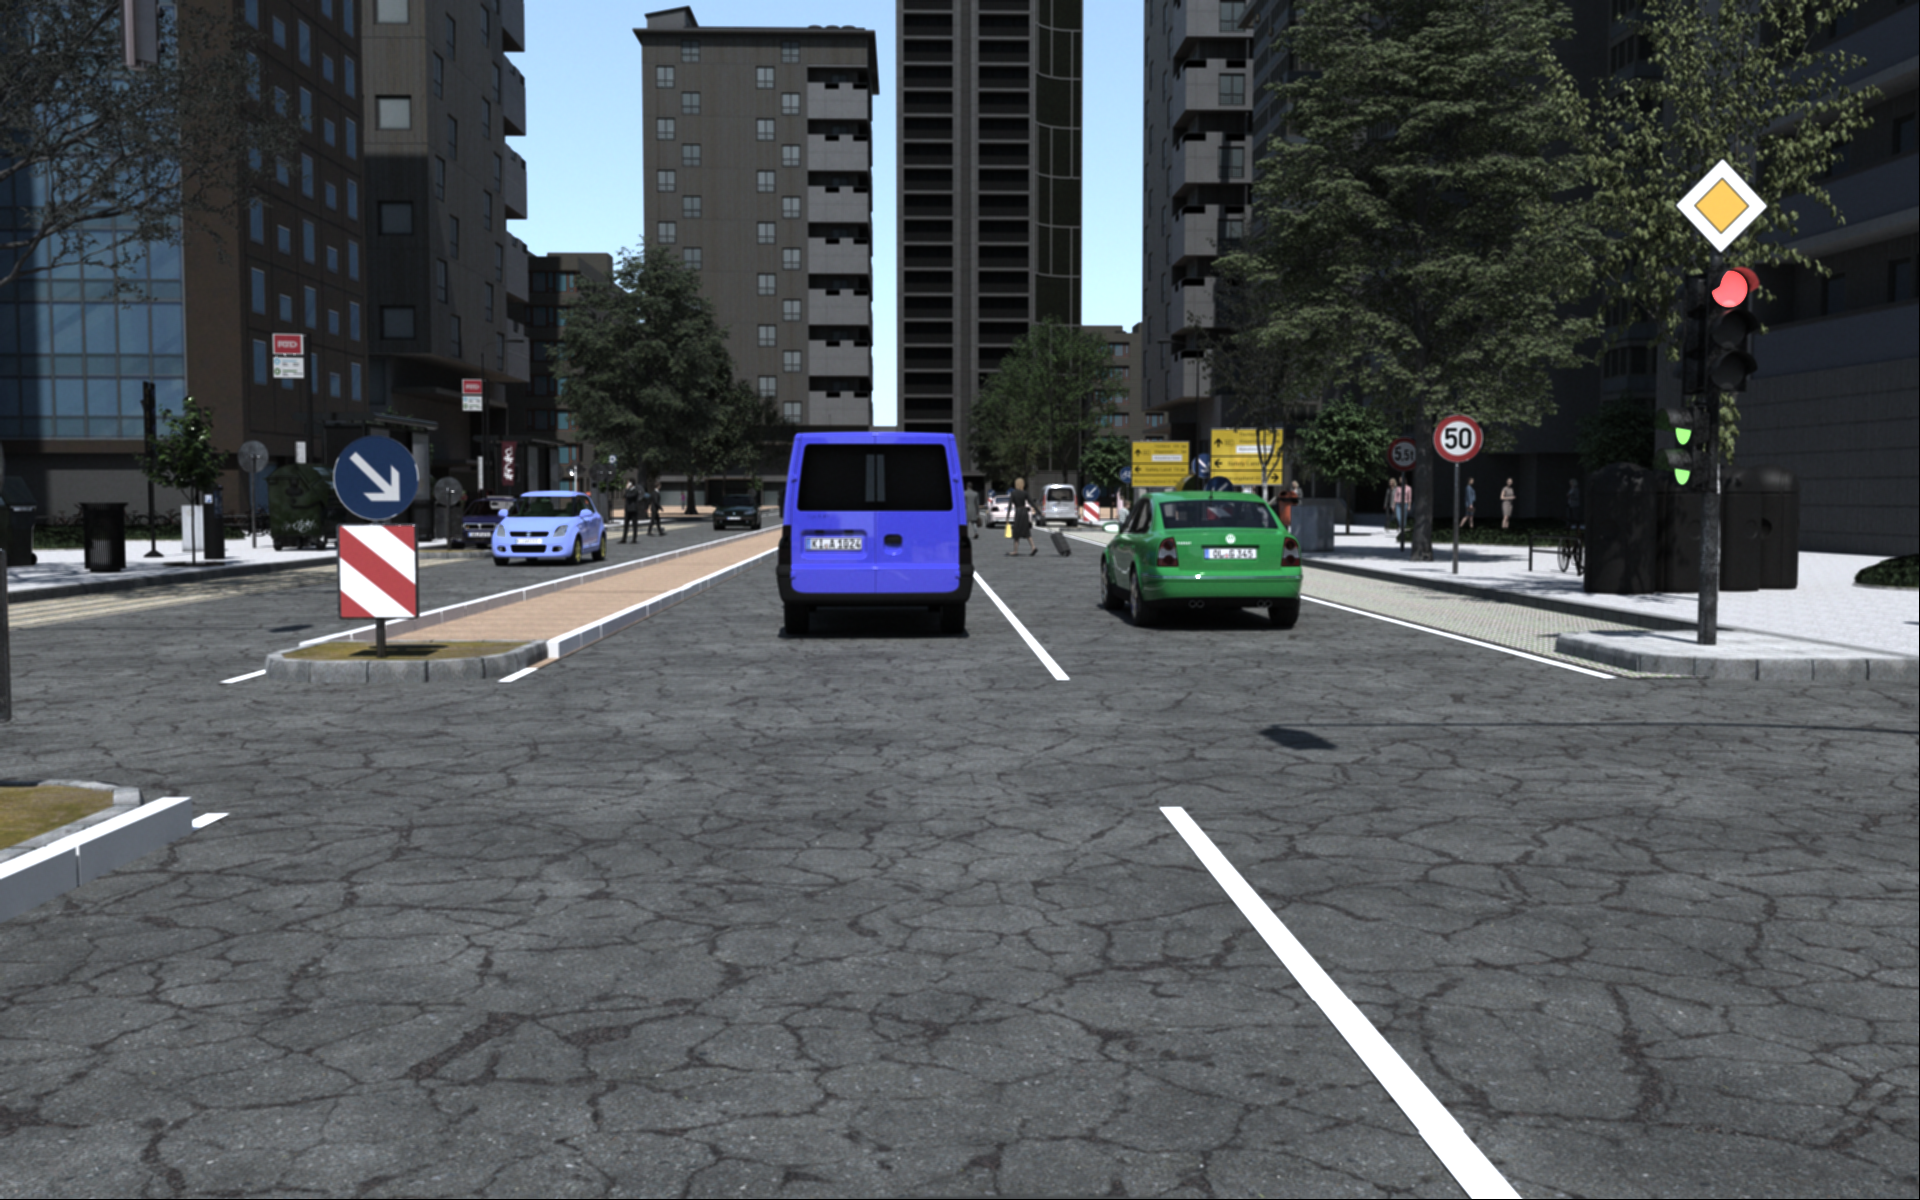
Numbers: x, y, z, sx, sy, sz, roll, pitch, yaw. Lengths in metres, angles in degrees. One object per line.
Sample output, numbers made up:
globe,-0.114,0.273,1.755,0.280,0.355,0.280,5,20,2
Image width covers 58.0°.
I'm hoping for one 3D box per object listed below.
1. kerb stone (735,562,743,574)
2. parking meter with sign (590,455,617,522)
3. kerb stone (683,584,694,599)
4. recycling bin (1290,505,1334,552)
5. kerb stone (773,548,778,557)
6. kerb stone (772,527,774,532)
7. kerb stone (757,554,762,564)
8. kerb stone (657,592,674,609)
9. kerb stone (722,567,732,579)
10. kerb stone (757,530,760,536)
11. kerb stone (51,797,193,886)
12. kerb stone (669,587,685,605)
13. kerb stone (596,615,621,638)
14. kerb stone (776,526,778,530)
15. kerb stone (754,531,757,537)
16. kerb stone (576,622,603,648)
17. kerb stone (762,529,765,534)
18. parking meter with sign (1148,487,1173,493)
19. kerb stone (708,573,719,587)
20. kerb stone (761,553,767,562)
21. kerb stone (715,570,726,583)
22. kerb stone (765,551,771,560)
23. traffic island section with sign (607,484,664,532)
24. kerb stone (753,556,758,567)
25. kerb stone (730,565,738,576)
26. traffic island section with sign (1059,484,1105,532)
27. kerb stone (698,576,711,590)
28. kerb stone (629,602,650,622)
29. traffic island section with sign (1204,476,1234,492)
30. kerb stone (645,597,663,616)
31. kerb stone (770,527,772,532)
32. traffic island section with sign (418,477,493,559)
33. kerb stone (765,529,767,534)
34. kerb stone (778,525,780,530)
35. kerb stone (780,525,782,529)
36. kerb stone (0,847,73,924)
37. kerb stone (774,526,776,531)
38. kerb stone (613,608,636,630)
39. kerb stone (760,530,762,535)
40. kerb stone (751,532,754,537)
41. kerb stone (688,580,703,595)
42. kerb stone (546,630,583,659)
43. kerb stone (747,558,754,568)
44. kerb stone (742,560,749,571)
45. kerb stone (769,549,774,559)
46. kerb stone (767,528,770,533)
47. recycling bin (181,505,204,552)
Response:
kerb stone,-4.019,-0.533,30.903,0.120,0.150,1.000,0,4,-2
parking meter with sign,-16.129,-4.961,77.372,1.738,3.016,0.543,2,4,35
kerb stone,-3.797,-0.084,23.727,0.120,0.150,1.000,0,4,-2
recycling bin,7.854,-1.594,38.611,0.722,1.027,0.722,-3,5,-44
kerb stone,-4.269,-1.034,39.097,0.120,0.150,1.000,0,4,-2
kerb stone,-7.141,-2.595,64.647,0.120,0.150,1.000,0,4,-2
kerb stone,-4.147,-0.778,35.009,0.120,0.150,1.000,0,4,-2
kerb stone,-3.737,0.031,21.682,0.120,0.150,1.000,0,4,-2
kerb stone,-3.957,-0.407,28.850,0.120,0.150,1.000,0,4,-2
kerb stone,-6.950,-2.214,58.499,0.120,0.150,1.000,0,4,-2
kerb stone,-3.292,0.940,6.826,0.120,0.150,1.000,0,4,-2
kerb stone,-3.768,-0.031,22.704,0.120,0.150,1.000,0,4,-2
kerb stone,-3.611,0.283,17.570,0.120,0.150,1.000,0,4,-2
kerb stone,-7.198,-2.722,66.692,0.120,0.150,1.000,0,4,-2
kerb stone,-6.921,-2.153,57.470,0.120,0.150,1.000,0,4,-2
kerb stone,-3.584,0.346,16.543,0.120,0.150,1.000,0,4,-2
kerb stone,-7.010,-2.342,60.558,0.120,0.150,1.000,0,4,-2
parking meter with sign,9.274,-5.234,81.834,1.738,3.016,0.543,2,4,27
kerb stone,-3.891,-0.282,26.807,0.120,0.150,1.000,0,4,-2
kerb stone,-4.173,-0.845,36.031,0.120,0.150,1.000,0,4,-2
kerb stone,-3.922,-0.345,27.829,0.120,0.150,1.000,0,4,-2
kerb stone,-4.205,-0.909,37.052,0.120,0.150,1.000,0,4,-2
traffic island section with sign,-12.399,-3.532,66.382,1.989,1.847,2.006,0,4,-2
kerb stone,-4.111,-0.718,33.977,0.120,0.150,1.000,0,4,-2
kerb stone,-3.992,-0.470,29.881,0.120,0.150,1.000,0,4,-2
traffic island section with sign,4.836,-3.527,66.300,1.989,1.847,2.006,0,4,-2
kerb stone,-3.864,-0.220,25.785,0.120,0.150,1.000,0,4,-2
kerb stone,-3.679,0.158,19.621,0.120,0.150,1.000,0,4,-2
traffic island section with sign,5.647,-1.879,39.357,1.989,1.847,2.006,0,4,-2
kerb stone,-3.706,0.098,20.655,0.120,0.150,1.000,0,4,-2
kerb stone,-7.103,-2.534,63.625,0.120,0.150,1.000,0,4,-2
traffic island section with sign,-11.566,-1.848,38.848,1.989,1.847,2.006,0,4,-2
kerb stone,-7.051,-2.403,61.579,0.120,0.150,1.000,0,4,-2
kerb stone,-7.234,-2.782,67.721,0.120,0.150,1.000,0,4,-2
kerb stone,-7.264,-2.847,68.743,0.120,0.150,1.000,0,4,-2
kerb stone,-3.261,1.004,5.803,0.120,0.150,1.000,0,4,-2
kerb stone,-7.171,-2.657,65.670,0.120,0.150,1.000,0,4,-2
kerb stone,-3.644,0.220,18.595,0.120,0.150,1.000,0,4,-2
kerb stone,-6.983,-2.284,59.531,0.120,0.150,1.000,0,4,-2
kerb stone,-6.892,-2.095,56.445,0.120,0.150,1.000,0,4,-2
kerb stone,-3.835,-0.156,24.750,0.120,0.150,1.000,0,4,-2
kerb stone,-3.555,0.408,15.521,0.120,0.150,1.000,0,4,-2
kerb stone,-4.081,-0.658,32.946,0.120,0.150,1.000,0,4,-2
kerb stone,-4.048,-0.594,31.925,0.120,0.150,1.000,0,4,-2
kerb stone,-4.236,-0.969,38.076,0.120,0.150,1.000,0,4,-2
kerb stone,-7.074,-2.471,62.603,0.120,0.150,1.000,0,4,-2
recycling bin,-17.100,-1.614,38.945,0.722,1.027,0.722,-2,4,-24
